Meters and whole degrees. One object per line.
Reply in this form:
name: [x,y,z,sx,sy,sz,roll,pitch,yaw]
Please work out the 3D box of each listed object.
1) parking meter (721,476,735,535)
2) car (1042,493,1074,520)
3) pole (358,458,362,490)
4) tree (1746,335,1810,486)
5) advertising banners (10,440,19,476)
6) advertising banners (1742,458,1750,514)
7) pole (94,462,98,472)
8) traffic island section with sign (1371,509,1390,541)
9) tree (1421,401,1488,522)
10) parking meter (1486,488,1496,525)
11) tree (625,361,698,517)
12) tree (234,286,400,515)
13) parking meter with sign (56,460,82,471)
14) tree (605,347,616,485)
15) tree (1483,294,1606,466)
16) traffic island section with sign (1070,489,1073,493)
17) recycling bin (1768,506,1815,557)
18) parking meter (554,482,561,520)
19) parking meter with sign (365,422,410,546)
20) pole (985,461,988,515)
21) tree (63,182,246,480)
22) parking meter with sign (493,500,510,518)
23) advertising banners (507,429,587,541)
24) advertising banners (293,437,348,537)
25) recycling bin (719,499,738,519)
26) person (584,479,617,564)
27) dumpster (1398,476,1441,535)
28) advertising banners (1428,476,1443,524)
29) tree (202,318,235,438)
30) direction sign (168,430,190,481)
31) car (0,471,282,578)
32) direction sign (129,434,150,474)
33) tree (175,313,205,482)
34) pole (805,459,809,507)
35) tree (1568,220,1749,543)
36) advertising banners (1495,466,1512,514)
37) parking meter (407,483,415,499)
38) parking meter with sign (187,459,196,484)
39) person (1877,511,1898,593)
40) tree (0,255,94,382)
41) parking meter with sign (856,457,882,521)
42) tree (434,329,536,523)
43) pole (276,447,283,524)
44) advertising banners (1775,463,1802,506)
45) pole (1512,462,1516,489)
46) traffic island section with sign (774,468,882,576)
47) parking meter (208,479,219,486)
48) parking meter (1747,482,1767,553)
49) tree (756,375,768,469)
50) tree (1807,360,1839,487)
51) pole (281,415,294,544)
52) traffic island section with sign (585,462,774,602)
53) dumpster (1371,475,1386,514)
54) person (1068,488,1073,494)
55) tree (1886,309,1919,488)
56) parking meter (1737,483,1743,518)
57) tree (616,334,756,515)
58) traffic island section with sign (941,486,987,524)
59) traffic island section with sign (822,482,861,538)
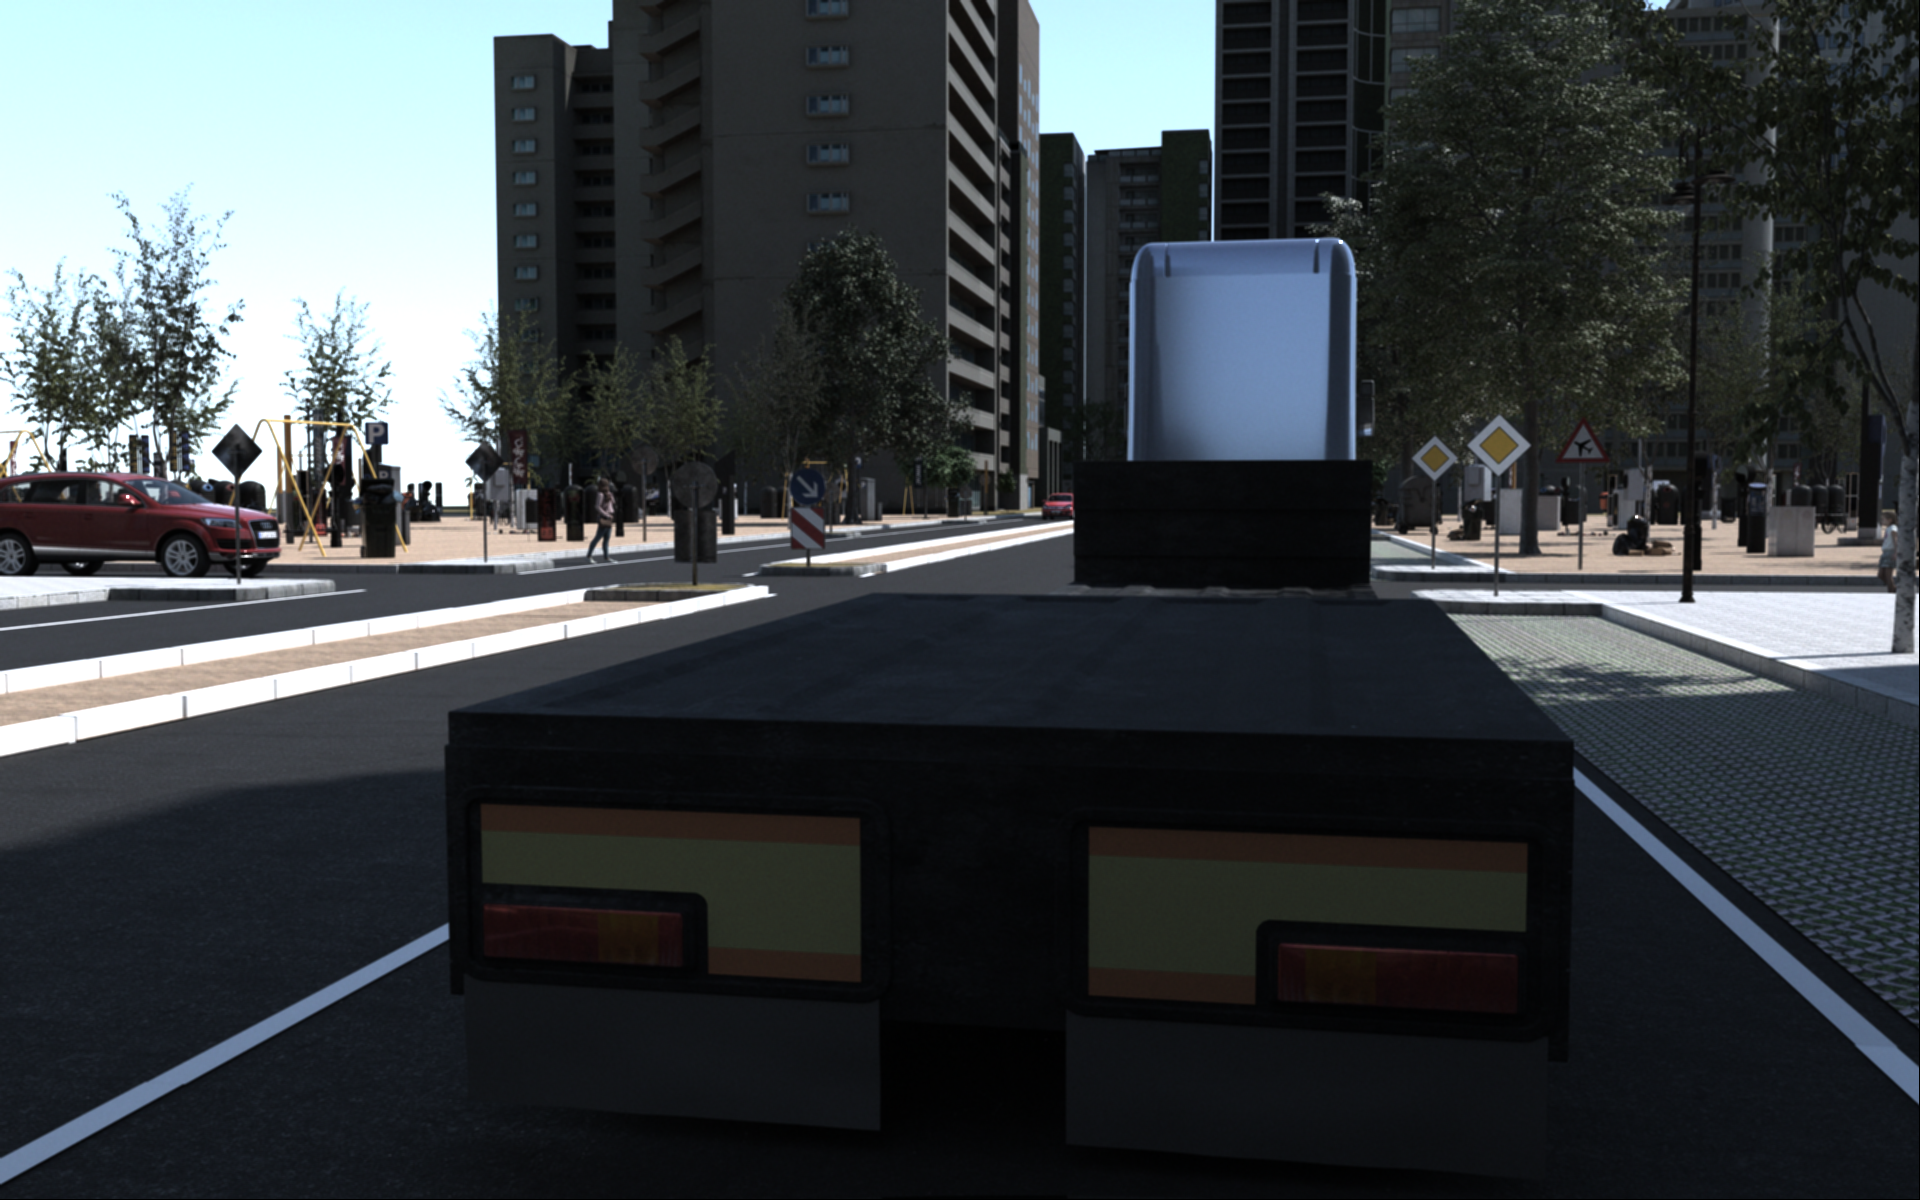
parking meter: [-7.332,-2.997,54.712,0.399,1.863,0.255,3,5,45]
car: [5.743,-5.415,97.579,2.155,1.783,4.494,1,4,12]
pole: [-33.904,-6.367,97.935,0.158,3.312,0.155,0,3,0]
tree: [27.728,-6.896,63.118,4.360,8.622,3.978,0,3,0]
advertising banners: [-30.977,-3.661,56.045,0.090,3.025,2.074,0,4,0]
advertising banners: [33.726,-4.774,74.241,0.090,3.025,2.074,2,4,31]
pole: [-54.169,-7.020,108.623,0.158,3.312,0.155,0,3,0]
traffic island section with sign: [12.308,-2.766,53.846,1.989,1.847,2.006,1,4,10]
tree: [22.975,-7.946,80.283,4.360,8.622,3.978,0,3,0]
parking meter: [21.856,-3.846,71.297,0.372,1.533,0.369,0,3,0]
tree: [-16.165,-8.872,95.424,4.360,8.622,3.978,0,3,0]
tree: [-22.425,-6.835,62.122,4.737,8.622,4.395,0,3,0]
parking meter with sign: [-45.811,-5.723,89.840,1.738,3.016,0.543,-1,4,-17]
tree: [-16.947,-8.196,84.371,4.737,8.622,4.395,0,3,0]
tree: [29.614,-9.955,88.511,9.928,11.665,9.643,0,3,0]
traffic island section with sign: [8.755,-7.611,133.061,1.989,1.847,2.006,1,4,10]
recycling bin: [17.129,-1.415,35.686,0.722,1.027,0.722,1,4,10]
parking meter: [-19.750,-4.850,85.012,0.255,1.863,0.399,-2,4,-27]
parking meter with sign: [-14.103,-2.848,42.825,0.543,3.016,1.738,0,4,1]
pole: [1.598,-6.817,105.305,0.158,3.312,0.155,0,3,0]
tree: [-19.031,-5.553,41.159,4.360,8.622,3.978,0,3,0]
parking meter with sign: [-24.395,-5.861,92.082,0.543,3.016,1.738,-3,5,-45]
advertising banners: [-11.206,-3.110,47.035,2.074,3.025,0.090,0,4,-7]
advertising banners: [-19.449,-3.441,52.449,0.090,3.025,2.074,3,5,40]
recycling bin: [-11.753,-4.605,87.852,0.722,1.027,0.722,1,4,22]
person: [-7.424,-1.631,35.751,0.643,1.750,0.593,0,4,-3]
dumpster: [14.750,-3.048,55.589,1.264,1.857,1.865,1,4,10]
advertising banners: [20.320,-4.766,74.104,0.090,3.025,2.074,0,4,-1]
tree: [-31.203,-7.276,69.323,4.737,8.622,4.395,0,3,0]
direction sign: [-27.552,-4.231,61.175,0.379,3.537,0.876,1,4,22]
car: [-14.286,-1.287,29.710,5.304,1.827,2.281,1,4,9]
direction sign: [-31.264,-4.529,66.046,0.379,3.537,0.876,2,4,26]
tree: [-30.605,-6.821,61.892,4.737,8.622,4.395,0,3,0]
pole: [-7.748,-5.745,87.769,0.158,3.312,0.155,0,3,0]
tree: [18.033,-5.809,45.338,4.360,8.622,3.978,0,3,0]
advertising banners: [30.691,-6.222,97.919,2.074,3.025,0.090,-3,4,-36]
parking meter: [-29.156,-5.278,92.003,0.255,1.863,0.399,1,4,10]
parking meter with sign: [-37.922,-5.461,85.550,0.543,3.016,1.738,-2,4,-33]
person: [12.409,-0.579,22.986,0.382,1.210,0.505,1,4,14]
tree: [-28.260,-6.358,54.312,4.737,8.622,4.395,0,3,0]
parking meter with sign: [-4.345,-5.243,81.988,0.543,3.016,1.738,2,4,33]
tree: [-20.868,-7.755,77.149,4.360,8.622,3.978,0,3,0]
pole: [-29.159,-4.919,74.264,0.158,3.312,0.155,0,3,0]
advertising banners: [46.675,-6.231,98.068,0.090,3.025,2.074,-2,4,-31]
pole: [26.936,-5.529,84.244,0.158,3.312,0.155,0,3,0]
traffic island section with sign: [-2.569,-1.404,31.100,2.006,1.907,1.989,1,4,10]
parking meter: [-27.985,-3.629,65.041,0.399,1.863,0.255,1,4,16]
parking meter: [17.356,-1.793,37.721,0.372,1.533,0.369,0,3,0]
tree: [-13.296,-9.596,107.257,4.737,8.622,4.395,0,3,0]
tree: [42.246,-8.187,84.220,4.360,8.622,3.978,0,3,0]
pole: [-17.267,-3.101,44.543,0.158,3.312,0.155,0,3,0]
traffic island section with sign: [-3.839,-0.958,23.802,2.006,1.907,1.989,1,4,10]
dumpster: [19.269,-4.845,81.712,1.502,2.255,1.985,1,4,10]
person: [7.319,-6.563,115.770,1.348,1.831,0.705,0,4,-6]
tree: [36.380,-7.015,65.061,4.360,8.622,3.978,0,3,0]
parking meter: [41.898,-5.333,92.899,0.399,1.863,0.255,-2,4,-31]
tree: [-12.483,-7.888,79.327,4.737,8.622,4.395,0,3,0]
traffic island section with sign: [0.245,-4.593,83.731,1.989,1.847,2.006,1,4,10]
traffic island section with sign: [-4.337,-2.969,57.167,1.989,1.847,2.006,1,4,10]
